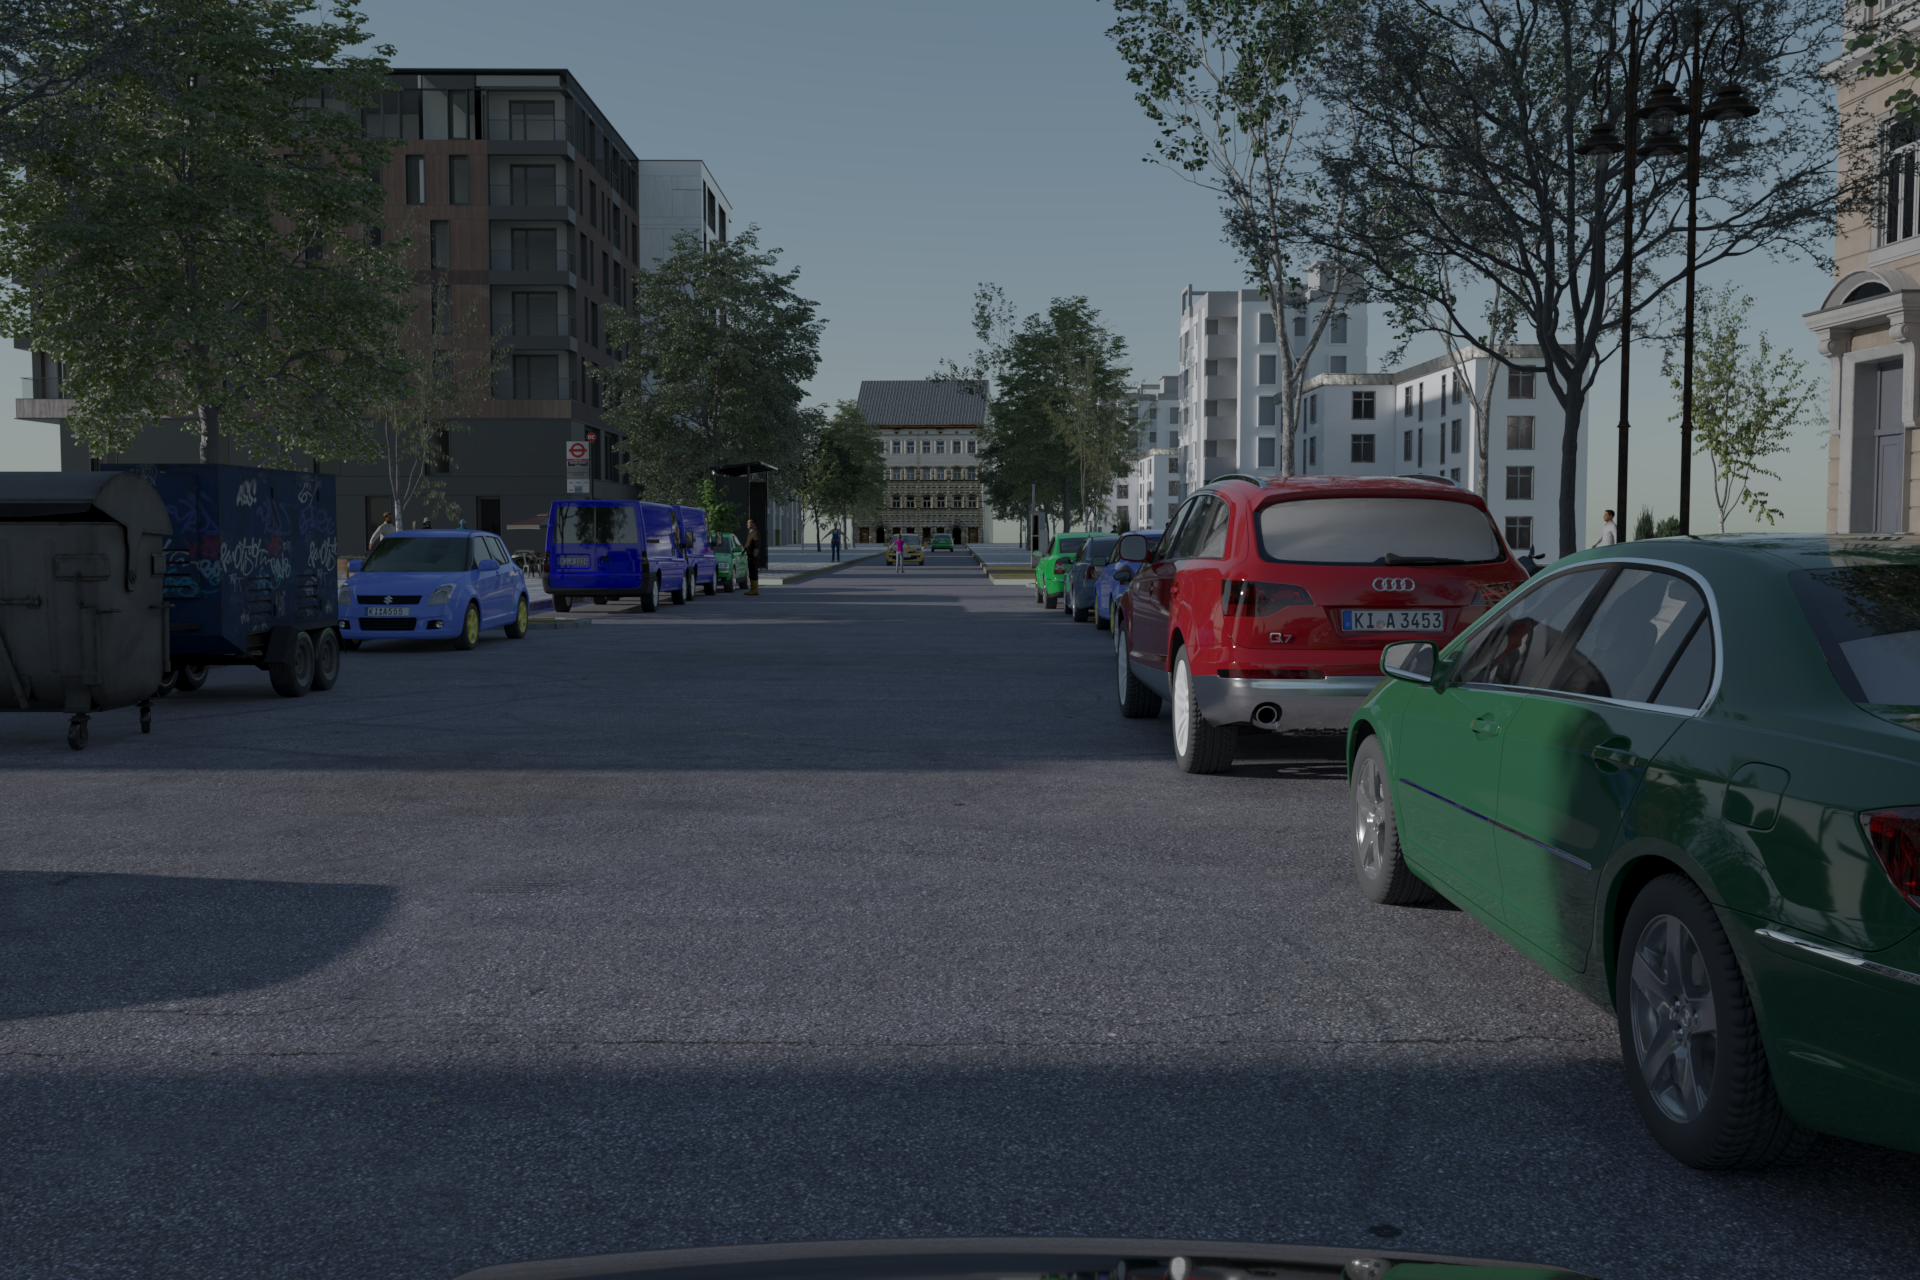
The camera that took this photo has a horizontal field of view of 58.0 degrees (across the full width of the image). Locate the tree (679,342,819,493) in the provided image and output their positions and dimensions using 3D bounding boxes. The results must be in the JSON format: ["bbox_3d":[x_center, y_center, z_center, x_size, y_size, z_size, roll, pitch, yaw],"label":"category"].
[{"bbox_3d":[-10.149,-9.039,82.196,7.601,10.594,8.767,0,4,3],"label":"tree"}]

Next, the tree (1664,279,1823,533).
[{"bbox_3d":[22.150,-6.088,49.897,4.737,8.622,4.395,0,3,0],"label":"tree"}]

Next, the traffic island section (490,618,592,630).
[{"bbox_3d":[-6.827,-0.248,26.920,1.991,0.108,1.994,0,4,1],"label":"traffic island section"}]

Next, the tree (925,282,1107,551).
[{"bbox_3d":[4.038,-16.854,131.456,12.611,20.169,13.585,0,3,0],"label":"tree"}]

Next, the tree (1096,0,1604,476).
[{"bbox_3d":[9.908,-11.638,46.164,12.611,20.169,13.585,0,3,0],"label":"tree"}]

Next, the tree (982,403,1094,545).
[{"bbox_3d":[5.832,-11.001,114.273,8.767,10.594,7.601,0,4,-7],"label":"tree"}]

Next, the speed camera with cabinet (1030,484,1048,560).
[{"bbox_3d":[3.126,-4.529,68.390,0.660,3.252,2.038,0,4,-1],"label":"speed camera with cabinet"}]

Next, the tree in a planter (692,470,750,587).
[{"bbox_3d":[-6.916,-3.118,48.200,1.991,3.239,1.994,0,4,0],"label":"tree in a planter"}]

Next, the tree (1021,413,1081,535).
[{"bbox_3d":[5.261,-8.815,94.492,4.360,8.622,3.978,0,3,0],"label":"tree"}]

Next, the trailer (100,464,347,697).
[{"bbox_3d":[-6.481,-0.474,14.794,1.471,1.999,3.904,0,4,0],"label":"trailer"}]

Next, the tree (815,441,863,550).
[{"bbox_3d":[-9.545,-11.411,136.924,4.737,8.622,4.395,0,3,0],"label":"tree"}]

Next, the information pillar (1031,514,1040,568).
[{"bbox_3d":[2.813,-3.680,64.652,0.304,2.012,0.304,0,4,-1],"label":"information pillar"}]

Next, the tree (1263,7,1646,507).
[{"bbox_3d":[17.907,-12.659,62.866,12.611,20.169,13.585,0,3,0],"label":"tree"}]

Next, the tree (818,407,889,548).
[{"bbox_3d":[-9.920,-14.438,154.195,7.486,12.596,7.792,0,3,0],"label":"tree"}]

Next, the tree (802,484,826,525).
[{"bbox_3d":[-21.562,-18.730,240.644,7.601,10.594,8.767,0,4,7],"label":"tree"}]

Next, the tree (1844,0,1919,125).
[{"bbox_3d":[9.051,-6.255,8.928,9.857,13.997,8.962,0,3,0],"label":"tree"}]

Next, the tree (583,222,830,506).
[{"bbox_3d":[-10.017,-10.017,70.427,9.857,13.997,8.962,0,3,0],"label":"tree"}]

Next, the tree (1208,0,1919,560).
[{"bbox_3d":[9.165,-7.062,25.831,12.009,13.543,11.850,0,3,0],"label":"tree"}]

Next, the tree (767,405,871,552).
[{"bbox_3d":[-10.349,-11.666,125.159,8.767,10.594,7.601,-2,4,-35],"label":"tree"}]

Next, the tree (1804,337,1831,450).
[{"bbox_3d":[27.851,-6.151,50.939,4.360,8.622,3.978,0,3,0],"label":"tree"}]

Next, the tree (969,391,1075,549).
[{"bbox_3d":[5.725,-14.584,145.096,9.857,13.997,8.962,0,3,0],"label":"tree"}]

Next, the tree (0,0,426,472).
[{"bbox_3d":[-12.972,-6.765,28.730,7.486,12.596,7.792,0,3,0],"label":"tree"}]

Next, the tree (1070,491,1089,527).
[{"bbox_3d":[18.776,-20.721,245.440,9.857,13.997,8.962,0,3,0],"label":"tree"}]

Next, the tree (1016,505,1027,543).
[{"bbox_3d":[8.889,-17.808,241.528,4.737,8.622,4.395,0,3,0],"label":"tree"}]

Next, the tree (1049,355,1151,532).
[{"bbox_3d":[5.415,-7.443,72.054,4.360,8.622,3.978,0,3,0],"label":"tree"}]

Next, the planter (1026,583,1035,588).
[{"bbox_3d":[2.811,-1.588,47.104,1.991,0.319,1.994,0,3,0],"label":"planter"}]

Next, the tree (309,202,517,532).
[{"bbox_3d":[-12.854,-5.422,39.008,4.360,8.622,3.978,0,3,0],"label":"tree"}]

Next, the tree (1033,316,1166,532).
[{"bbox_3d":[4.122,-6.657,59.204,4.360,8.622,3.978,0,3,0],"label":"tree"}]

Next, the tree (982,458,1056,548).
[{"bbox_3d":[5.733,-13.554,156.014,8.767,10.594,7.601,3,5,44],"label":"tree"}]

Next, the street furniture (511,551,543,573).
[{"bbox_3d":[-13.561,-2.703,59.827,5.734,0.657,10.072,0,4,-6],"label":"street furniture"}]

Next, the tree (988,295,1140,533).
[{"bbox_3d":[4.935,-10.059,82.595,7.486,12.596,7.792,0,3,0],"label":"tree"}]

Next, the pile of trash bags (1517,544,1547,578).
[{"bbox_3d":[6.296,-0.740,21.848,1.912,1.369,3.447,0,3,0],"label":"pile of trash bags"}]

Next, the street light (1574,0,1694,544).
[{"bbox_3d":[5.889,-2.601,15.320,0.468,5.910,1.993,0,3,0],"label":"street light"}]

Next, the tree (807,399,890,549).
[{"bbox_3d":[-9.659,-13.881,145.073,7.486,12.596,7.792,0,3,0],"label":"tree"}]

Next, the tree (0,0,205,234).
[{"bbox_3d":[-12.462,-6.453,15.872,12.009,13.543,11.850,0,3,0],"label":"tree"}]

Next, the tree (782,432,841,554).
[{"bbox_3d":[-10.107,-9.936,112.818,4.737,8.622,4.395,0,3,0],"label":"tree"}]

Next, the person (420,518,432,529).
[{"bbox_3d":[-18.602,-3.350,60.553,0.705,1.856,1.354,2,4,34],"label":"person"}]

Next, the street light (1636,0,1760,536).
[{"bbox_3d":[6.472,-2.605,15.378,0.468,5.910,1.993,0,4,0],"label":"street light"}]
